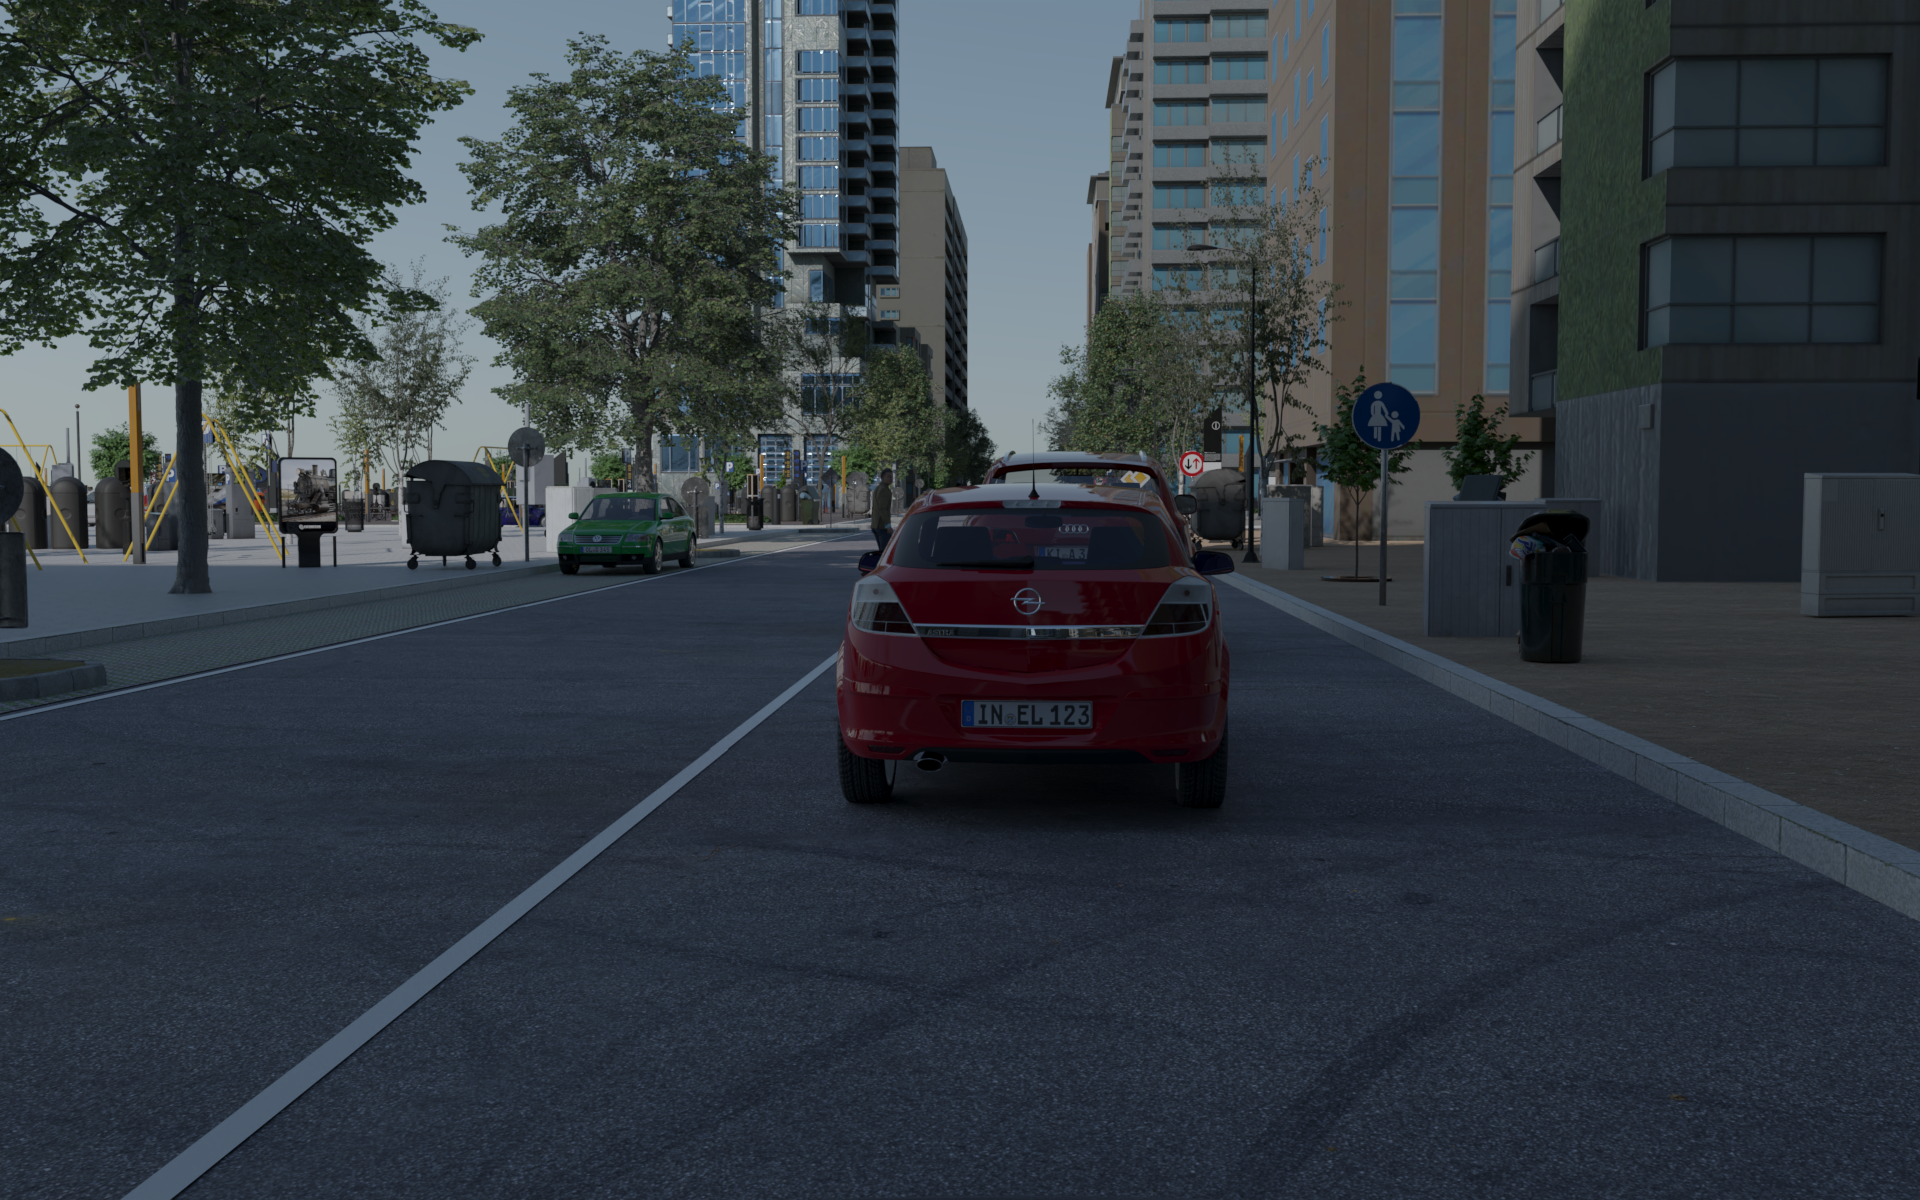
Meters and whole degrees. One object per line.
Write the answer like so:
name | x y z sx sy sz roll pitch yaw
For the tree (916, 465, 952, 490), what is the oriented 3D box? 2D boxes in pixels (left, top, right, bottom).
tree | -2.356 -10.683 158.379 4.285 4.588 4.351 0 3 0

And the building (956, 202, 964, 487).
building | -10.935 -39.313 266.471 21.300 48.544 21.600 0 4 3

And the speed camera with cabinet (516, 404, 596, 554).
speed camera with cabinet | -8.822 -2.651 37.675 2.038 3.252 0.660 3 5 40

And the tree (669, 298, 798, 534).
tree | -7.626 -6.477 56.269 4.737 8.622 4.395 0 3 0

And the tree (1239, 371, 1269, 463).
tree | 18.799 -9.347 103.192 4.737 8.622 4.395 0 3 0

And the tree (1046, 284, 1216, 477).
tree | 9.505 -10.883 94.942 9.611 12.733 9.660 0 3 0

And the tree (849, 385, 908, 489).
tree | -5.242 -10.044 114.577 4.737 8.622 4.395 0 3 0

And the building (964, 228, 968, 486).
building | -9.829 -40.674 288.726 21.300 48.544 21.600 0 4 3

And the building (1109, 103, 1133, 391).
building | 22.827 -30.631 184.407 14.154 41.232 14.086 0 4 3

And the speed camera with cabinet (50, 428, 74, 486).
speed camera with cabinet | -27.084 -3.541 52.236 0.660 3.252 2.038 -2 4 -27

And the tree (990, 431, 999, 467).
tree | 0.695 -18.664 222.158 9.611 12.733 9.660 0 3 0

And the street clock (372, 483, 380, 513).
street clock | -37.381 -6.508 110.970 0.358 2.002 0.471 2 4 25

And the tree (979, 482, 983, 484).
tree | 1.599 -17.753 240.627 4.737 8.622 4.395 0 3 0

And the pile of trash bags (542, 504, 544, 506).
pile of trash bags | -20.390 -4.949 90.661 3.447 1.369 1.912 0 4 -3

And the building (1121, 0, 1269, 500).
building | 26.509 -33.119 161.096 23.786 49.044 30.456 0 4 3

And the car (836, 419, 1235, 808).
car | 0.449 -0.025 9.451 2.155 1.783 4.494 0 4 4

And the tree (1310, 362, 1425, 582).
tree | 6.007 -1.893 25.560 1.663 3.219 1.824 0 3 0

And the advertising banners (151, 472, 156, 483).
advertising banners | -64.243 -8.574 136.371 2.074 3.025 0.090 0 4 -3

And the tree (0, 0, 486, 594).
tree | -10.168 -6.382 22.471 7.486 12.596 7.792 0 3 0

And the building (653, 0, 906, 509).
building | -15.881 -51.981 162.565 22.319 86.520 31.000 0 4 3

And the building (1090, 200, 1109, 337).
building | 27.162 -37.082 256.396 14.600 45.320 14.200 0 4 3

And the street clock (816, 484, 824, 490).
street clock | -9.465 -6.889 117.202 0.471 2.002 0.358 -2 4 -23

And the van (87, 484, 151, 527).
van | -34.556 -3.871 70.309 4.112 2.044 2.013 0 4 2

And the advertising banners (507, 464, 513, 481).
advertising banners | -25.937 -6.451 101.661 0.090 3.025 2.074 1 4 20

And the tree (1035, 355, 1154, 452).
tree | 11.233 -13.941 138.313 12.009 13.543 11.850 0 3 0

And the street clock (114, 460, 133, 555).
street clock | -17.592 -1.961 36.628 0.471 2.002 0.358 1 4 14

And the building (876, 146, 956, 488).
building | -12.166 -37.997 244.946 21.300 48.544 21.600 0 4 3

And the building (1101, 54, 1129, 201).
building | 31.898 -37.646 204.753 28.713 52.752 27.495 0 4 3

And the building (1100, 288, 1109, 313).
building | 26.517 -28.786 242.357 14.160 30.474 14.107 0 4 3

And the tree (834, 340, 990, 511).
tree | -4.674 -13.003 129.604 9.611 12.733 9.660 0 3 0

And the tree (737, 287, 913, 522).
tree | -6.461 -8.829 78.769 8.767 10.594 7.601 0 4 -6

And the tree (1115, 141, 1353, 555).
tree | 6.197 -5.224 35.779 4.360 8.622 3.978 0 3 0

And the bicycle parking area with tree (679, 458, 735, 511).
bicycle parking area with tree | -19.065 -9.028 134.611 9.016 4.147 8.231 -1 4 -21

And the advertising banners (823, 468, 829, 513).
advertising banners | -8.918 -7.297 115.497 0.090 3.025 2.074 -1 4 -15

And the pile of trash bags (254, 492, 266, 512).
pile of trash bags | -54.991 -7.627 134.459 1.912 1.369 3.447 -3 5 -40

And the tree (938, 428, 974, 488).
tree | -0.854 -14.681 190.394 4.737 8.622 4.395 0 3 0

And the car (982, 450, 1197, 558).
car | 1.081 -0.450 16.023 2.281 1.827 5.304 0 4 4

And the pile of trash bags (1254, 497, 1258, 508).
pile of trash bags | 21.599 -7.292 128.982 1.912 1.369 3.447 -1 4 -18

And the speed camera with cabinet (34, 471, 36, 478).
speed camera with cabinet | -63.892 -7.629 119.066 0.660 3.252 2.038 -3 4 -39

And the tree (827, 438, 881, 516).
tree | -6.200 -7.211 101.615 4.285 4.588 4.351 0 3 0

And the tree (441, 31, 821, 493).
tree | -8.699 -8.575 46.849 9.857 13.997 8.962 0 3 0

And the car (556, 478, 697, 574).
car | -6.128 -1.429 32.166 1.959 1.807 4.718 0 4 4

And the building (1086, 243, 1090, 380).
building | 28.852 -39.652 298.412 14.600 45.320 14.200 0 4 3

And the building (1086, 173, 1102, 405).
building | 34.813 -42.042 276.630 28.713 52.752 27.495 0 4 3

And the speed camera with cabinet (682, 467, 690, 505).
speed camera with cabinet | -19.597 -8.104 126.831 0.660 3.252 2.038 2 4 25

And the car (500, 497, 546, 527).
car | -17.515 -3.478 69.448 3.894 1.354 1.945 0 4 2
